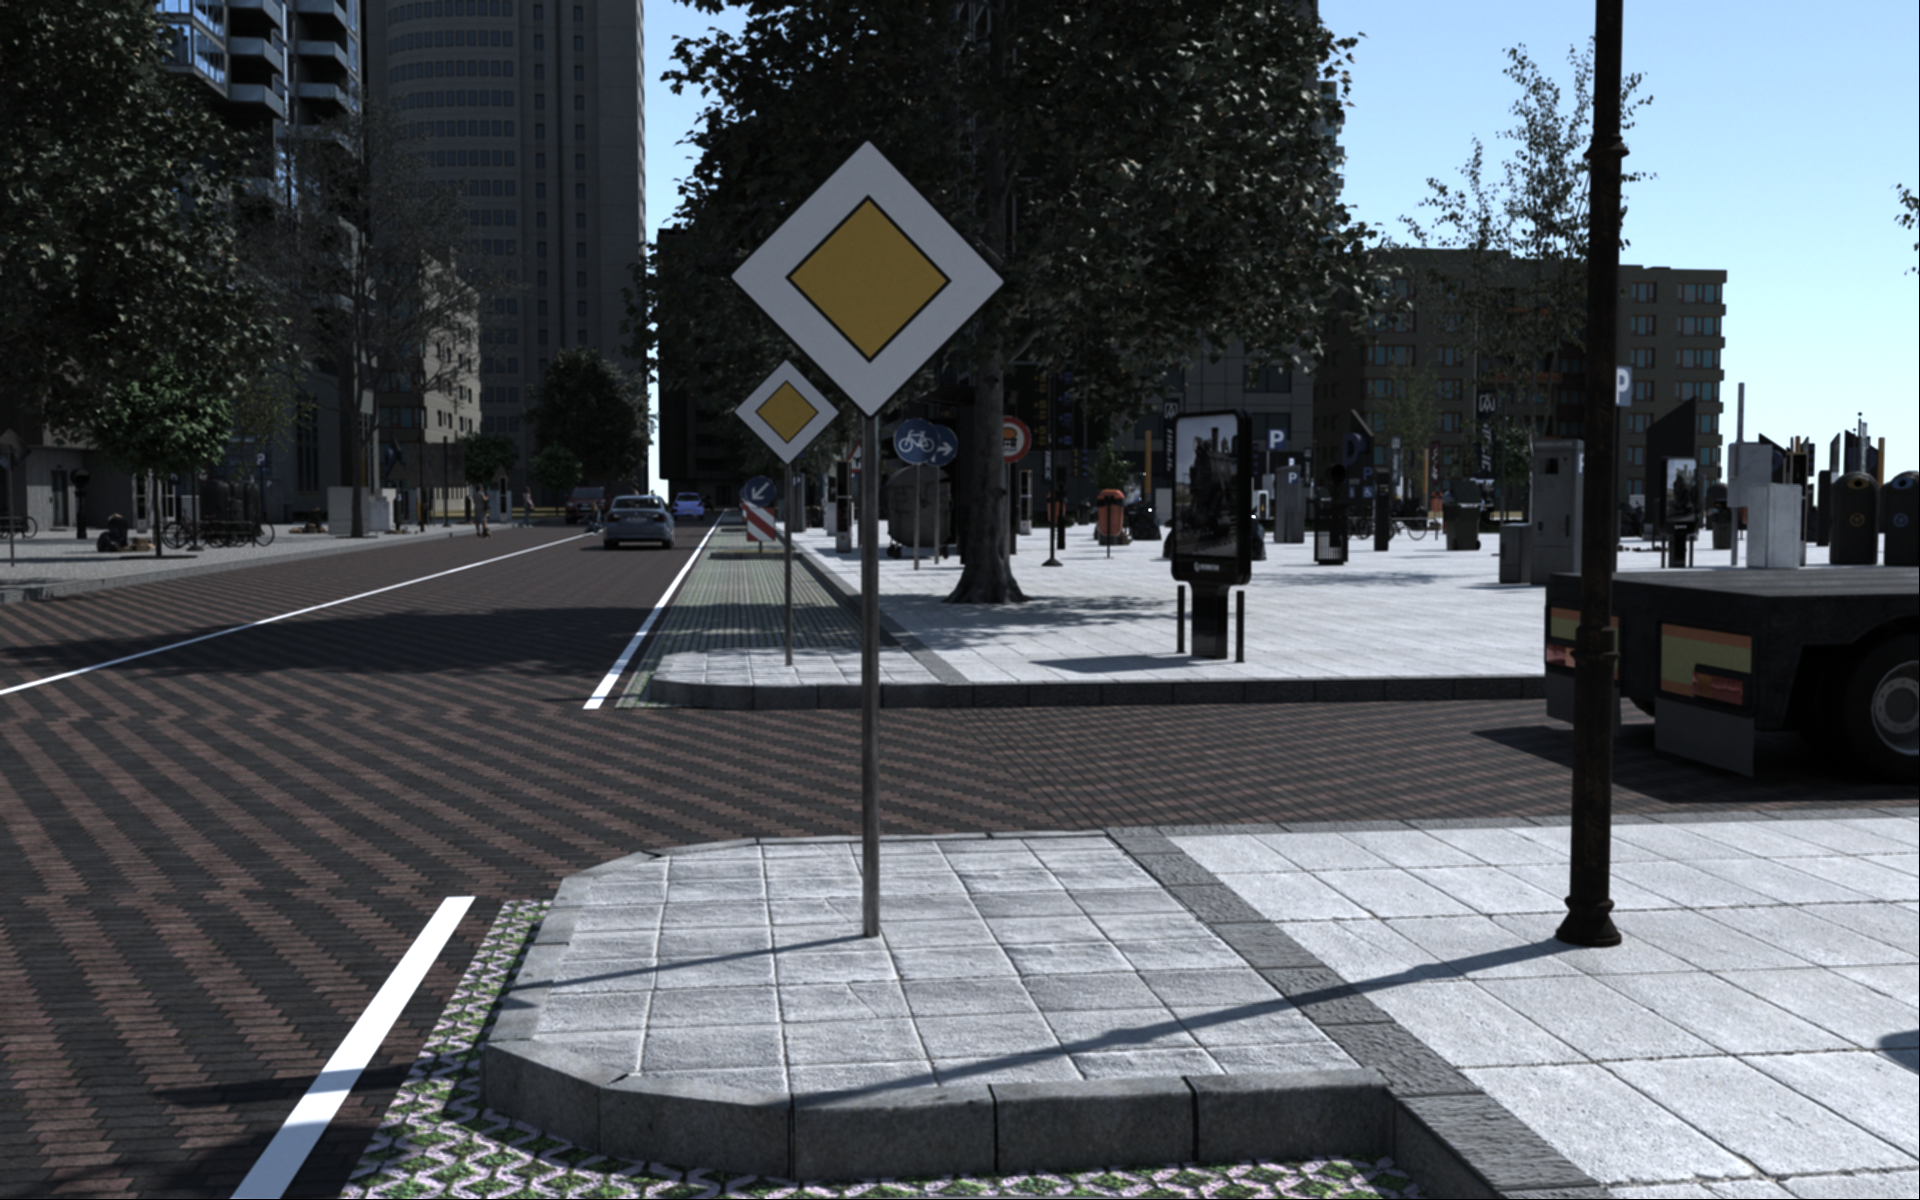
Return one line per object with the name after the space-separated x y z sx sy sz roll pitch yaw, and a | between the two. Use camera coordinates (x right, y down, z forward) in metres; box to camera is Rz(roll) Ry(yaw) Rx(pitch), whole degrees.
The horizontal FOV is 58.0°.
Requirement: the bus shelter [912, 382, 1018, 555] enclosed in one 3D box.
0.034 -2.954 39.576 1.731 3.624 6.357 0 4 -8 | bus shelter

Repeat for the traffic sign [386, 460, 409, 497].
-21.636 -4.077 66.658 0.884 2.594 0.081 0 4 2 | traffic sign

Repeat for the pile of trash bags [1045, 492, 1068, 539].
4.084 -2.400 48.991 3.447 1.369 1.912 1 4 18 | pile of trash bags

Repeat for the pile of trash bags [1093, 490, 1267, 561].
4.381 -1.506 34.382 3.447 1.369 1.912 1 4 14 | pile of trash bags

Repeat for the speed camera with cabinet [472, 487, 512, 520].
-23.131 -5.577 85.520 0.660 3.252 2.038 2 4 35 | speed camera with cabinet

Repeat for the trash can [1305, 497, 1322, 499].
15.562 -3.956 76.340 0.748 1.137 0.748 0 3 0 | trash can

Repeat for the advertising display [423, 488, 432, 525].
-22.441 -4.120 72.577 0.974 1.923 0.123 3 5 41 | advertising display

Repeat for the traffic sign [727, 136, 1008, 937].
-0.261 -0.081 4.969 0.795 2.450 0.064 0 4 -7 | traffic sign

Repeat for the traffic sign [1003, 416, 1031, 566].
0.776 -1.724 28.285 0.768 2.556 0.104 0 4 2 | traffic sign

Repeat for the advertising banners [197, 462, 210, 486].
-24.827 -3.818 58.609 2.074 3.025 0.090 -1 4 -9 | advertising banners

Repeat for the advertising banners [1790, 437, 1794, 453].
25.579 -3.510 53.576 0.090 3.025 2.074 1 4 18 | advertising banners

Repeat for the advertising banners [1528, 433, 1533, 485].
17.102 -3.339 50.772 0.090 3.025 2.074 3 5 43 | advertising banners

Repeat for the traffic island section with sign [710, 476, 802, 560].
-4.549 -1.826 38.475 1.989 1.847 2.006 0 4 -7 | traffic island section with sign

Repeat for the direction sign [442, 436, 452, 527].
-20.107 -4.633 67.746 0.379 3.537 0.876 -1 4 -23 | direction sign

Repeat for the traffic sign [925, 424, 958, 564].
-0.424 -1.933 31.714 0.768 2.556 0.104 0 4 2 | traffic sign

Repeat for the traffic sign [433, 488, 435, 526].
-20.978 -4.220 69.008 0.884 2.594 0.081 0 4 1 | traffic sign

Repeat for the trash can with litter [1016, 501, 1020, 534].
1.758 -2.704 55.592 1.055 1.170 0.624 2 4 32 | trash can with litter

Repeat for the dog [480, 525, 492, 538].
-15.608 -2.240 56.818 0.550 0.427 0.748 1 4 11 | dog

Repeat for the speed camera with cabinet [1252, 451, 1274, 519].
13.899 -5.193 79.243 0.660 3.252 2.038 3 4 39 | speed camera with cabinet

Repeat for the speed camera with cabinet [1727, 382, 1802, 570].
13.969 -2.187 30.086 0.660 3.252 2.038 0 4 5 | speed camera with cabinet

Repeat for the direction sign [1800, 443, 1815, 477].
37.824 -5.228 77.479 0.379 3.537 0.876 -1 4 -22 | direction sign

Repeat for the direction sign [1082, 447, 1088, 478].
5.733 -5.570 83.058 0.876 3.537 0.379 -2 4 -28 | direction sign

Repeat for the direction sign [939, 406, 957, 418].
-0.165 -3.218 44.612 0.876 3.537 0.379 2 4 35 | direction sign

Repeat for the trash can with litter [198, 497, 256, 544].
-19.394 -2.114 45.624 1.678 1.210 2.233 1 4 11 | trash can with litter

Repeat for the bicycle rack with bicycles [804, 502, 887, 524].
-5.279 -3.706 73.975 2.925 0.926 2.852 3 4 38 | bicycle rack with bicycles

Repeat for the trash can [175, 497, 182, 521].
-35.364 -4.109 78.831 0.748 1.137 0.748 0 3 0 | trash can

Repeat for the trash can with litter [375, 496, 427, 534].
-18.105 -2.764 56.251 1.678 1.210 2.233 -1 4 -11 | trash can with litter

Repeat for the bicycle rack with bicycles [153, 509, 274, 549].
-18.113 -1.747 41.942 2.925 0.926 2.852 -3 5 -40 | bicycle rack with bicycles

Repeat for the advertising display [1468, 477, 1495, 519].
19.448 -3.635 64.638 0.974 1.923 0.123 0 4 5 | advertising display

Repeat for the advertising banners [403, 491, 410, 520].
-25.367 -5.085 79.329 0.090 3.025 2.074 0 4 -3 | advertising banners

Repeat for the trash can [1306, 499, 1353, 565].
6.729 -1.207 31.380 0.748 1.137 0.748 0 3 0 | trash can

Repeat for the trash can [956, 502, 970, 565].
0.306 -1.133 30.172 0.748 1.137 0.748 0 3 0 | trash can

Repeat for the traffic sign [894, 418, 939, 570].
-0.731 -1.773 29.103 0.768 2.556 0.104 0 4 -3 | traffic sign

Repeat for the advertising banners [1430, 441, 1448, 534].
15.845 -3.666 56.127 0.090 3.025 2.074 -1 4 -20 | advertising banners

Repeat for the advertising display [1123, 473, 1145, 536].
5.326 -2.930 53.116 0.123 1.923 0.974 -2 4 -29 | advertising display

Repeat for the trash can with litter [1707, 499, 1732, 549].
17.793 -1.776 40.425 0.624 1.170 1.055 2 4 27 | trash can with litter

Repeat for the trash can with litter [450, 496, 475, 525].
-20.872 -3.829 73.662 1.678 1.210 2.233 -2 4 -24 | trash can with litter

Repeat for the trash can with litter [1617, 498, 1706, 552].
15.383 -1.701 38.870 2.233 1.210 1.678 -1 4 -11 | trash can with litter

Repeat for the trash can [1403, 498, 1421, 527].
17.807 -3.462 68.253 0.748 1.137 0.748 0 3 0 | trash can

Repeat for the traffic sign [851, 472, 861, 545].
-2.511 -2.680 43.820 0.884 2.594 0.081 0 4 -1 | traffic sign

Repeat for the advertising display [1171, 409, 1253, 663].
1.957 -0.509 13.542 0.123 1.923 0.974 -2 4 -24 | advertising display

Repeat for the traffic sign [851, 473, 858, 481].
-4.498 -4.298 70.374 0.768 2.556 0.104 0 4 -5 | traffic sign

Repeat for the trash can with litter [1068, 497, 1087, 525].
4.842 -3.663 71.284 1.055 1.170 0.624 1 4 10 | trash can with litter

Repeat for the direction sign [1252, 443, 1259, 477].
13.027 -5.226 77.445 0.379 3.537 0.876 -2 4 -32 | direction sign

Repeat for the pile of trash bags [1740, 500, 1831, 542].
22.784 -2.321 47.708 1.912 1.369 3.447 -1 4 -19 | pile of trash bags

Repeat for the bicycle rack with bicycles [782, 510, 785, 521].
-6.612 -3.975 78.374 2.925 0.926 2.852 -1 4 -16 | bicycle rack with bicycles

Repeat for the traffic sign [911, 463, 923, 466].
-1.403 -3.485 56.984 0.884 2.594 0.081 0 4 0 | traffic sign

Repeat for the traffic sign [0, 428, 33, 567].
-16.721 -1.793 30.504 0.795 2.450 0.064 0 4 -1 | traffic sign

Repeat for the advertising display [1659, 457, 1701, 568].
12.515 -1.527 30.174 0.974 1.923 0.123 -2 4 -35 | advertising display

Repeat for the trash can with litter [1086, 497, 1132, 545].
3.801 -1.955 43.349 0.624 1.170 1.055 3 5 43 | trash can with litter

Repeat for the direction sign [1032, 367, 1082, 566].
1.646 -2.373 30.797 0.876 3.537 0.379 3 4 38 | direction sign

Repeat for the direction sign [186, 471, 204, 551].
-17.306 -2.880 39.082 0.379 3.537 0.876 -2 4 -31 | direction sign

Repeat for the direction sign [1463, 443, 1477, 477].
22.608 -5.180 76.694 0.379 3.537 0.876 -2 4 -31 | direction sign

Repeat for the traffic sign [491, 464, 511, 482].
-20.087 -4.633 75.756 0.884 2.594 0.081 0 4 2 | traffic sign

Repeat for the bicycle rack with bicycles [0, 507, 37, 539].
-27.846 -2.204 49.412 2.852 0.926 2.925 3 4 36 | bicycle rack with bicycles

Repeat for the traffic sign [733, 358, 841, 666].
-1.284 -0.566 12.889 0.795 2.450 0.064 0 4 -7 | traffic sign

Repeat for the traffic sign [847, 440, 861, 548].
-2.422 -2.538 41.502 0.884 2.594 0.081 0 4 -4 | traffic sign

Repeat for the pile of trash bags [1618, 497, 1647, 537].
20.178 -2.611 52.436 1.912 1.369 3.447 -2 4 -32 | pile of trash bags

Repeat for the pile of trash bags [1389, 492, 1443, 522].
20.726 -4.327 80.495 3.447 1.369 1.912 0 4 1 | pile of trash bags

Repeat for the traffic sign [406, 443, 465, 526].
-20.792 -4.577 68.701 2.265 3.308 0.079 0 4 -4 | traffic sign
